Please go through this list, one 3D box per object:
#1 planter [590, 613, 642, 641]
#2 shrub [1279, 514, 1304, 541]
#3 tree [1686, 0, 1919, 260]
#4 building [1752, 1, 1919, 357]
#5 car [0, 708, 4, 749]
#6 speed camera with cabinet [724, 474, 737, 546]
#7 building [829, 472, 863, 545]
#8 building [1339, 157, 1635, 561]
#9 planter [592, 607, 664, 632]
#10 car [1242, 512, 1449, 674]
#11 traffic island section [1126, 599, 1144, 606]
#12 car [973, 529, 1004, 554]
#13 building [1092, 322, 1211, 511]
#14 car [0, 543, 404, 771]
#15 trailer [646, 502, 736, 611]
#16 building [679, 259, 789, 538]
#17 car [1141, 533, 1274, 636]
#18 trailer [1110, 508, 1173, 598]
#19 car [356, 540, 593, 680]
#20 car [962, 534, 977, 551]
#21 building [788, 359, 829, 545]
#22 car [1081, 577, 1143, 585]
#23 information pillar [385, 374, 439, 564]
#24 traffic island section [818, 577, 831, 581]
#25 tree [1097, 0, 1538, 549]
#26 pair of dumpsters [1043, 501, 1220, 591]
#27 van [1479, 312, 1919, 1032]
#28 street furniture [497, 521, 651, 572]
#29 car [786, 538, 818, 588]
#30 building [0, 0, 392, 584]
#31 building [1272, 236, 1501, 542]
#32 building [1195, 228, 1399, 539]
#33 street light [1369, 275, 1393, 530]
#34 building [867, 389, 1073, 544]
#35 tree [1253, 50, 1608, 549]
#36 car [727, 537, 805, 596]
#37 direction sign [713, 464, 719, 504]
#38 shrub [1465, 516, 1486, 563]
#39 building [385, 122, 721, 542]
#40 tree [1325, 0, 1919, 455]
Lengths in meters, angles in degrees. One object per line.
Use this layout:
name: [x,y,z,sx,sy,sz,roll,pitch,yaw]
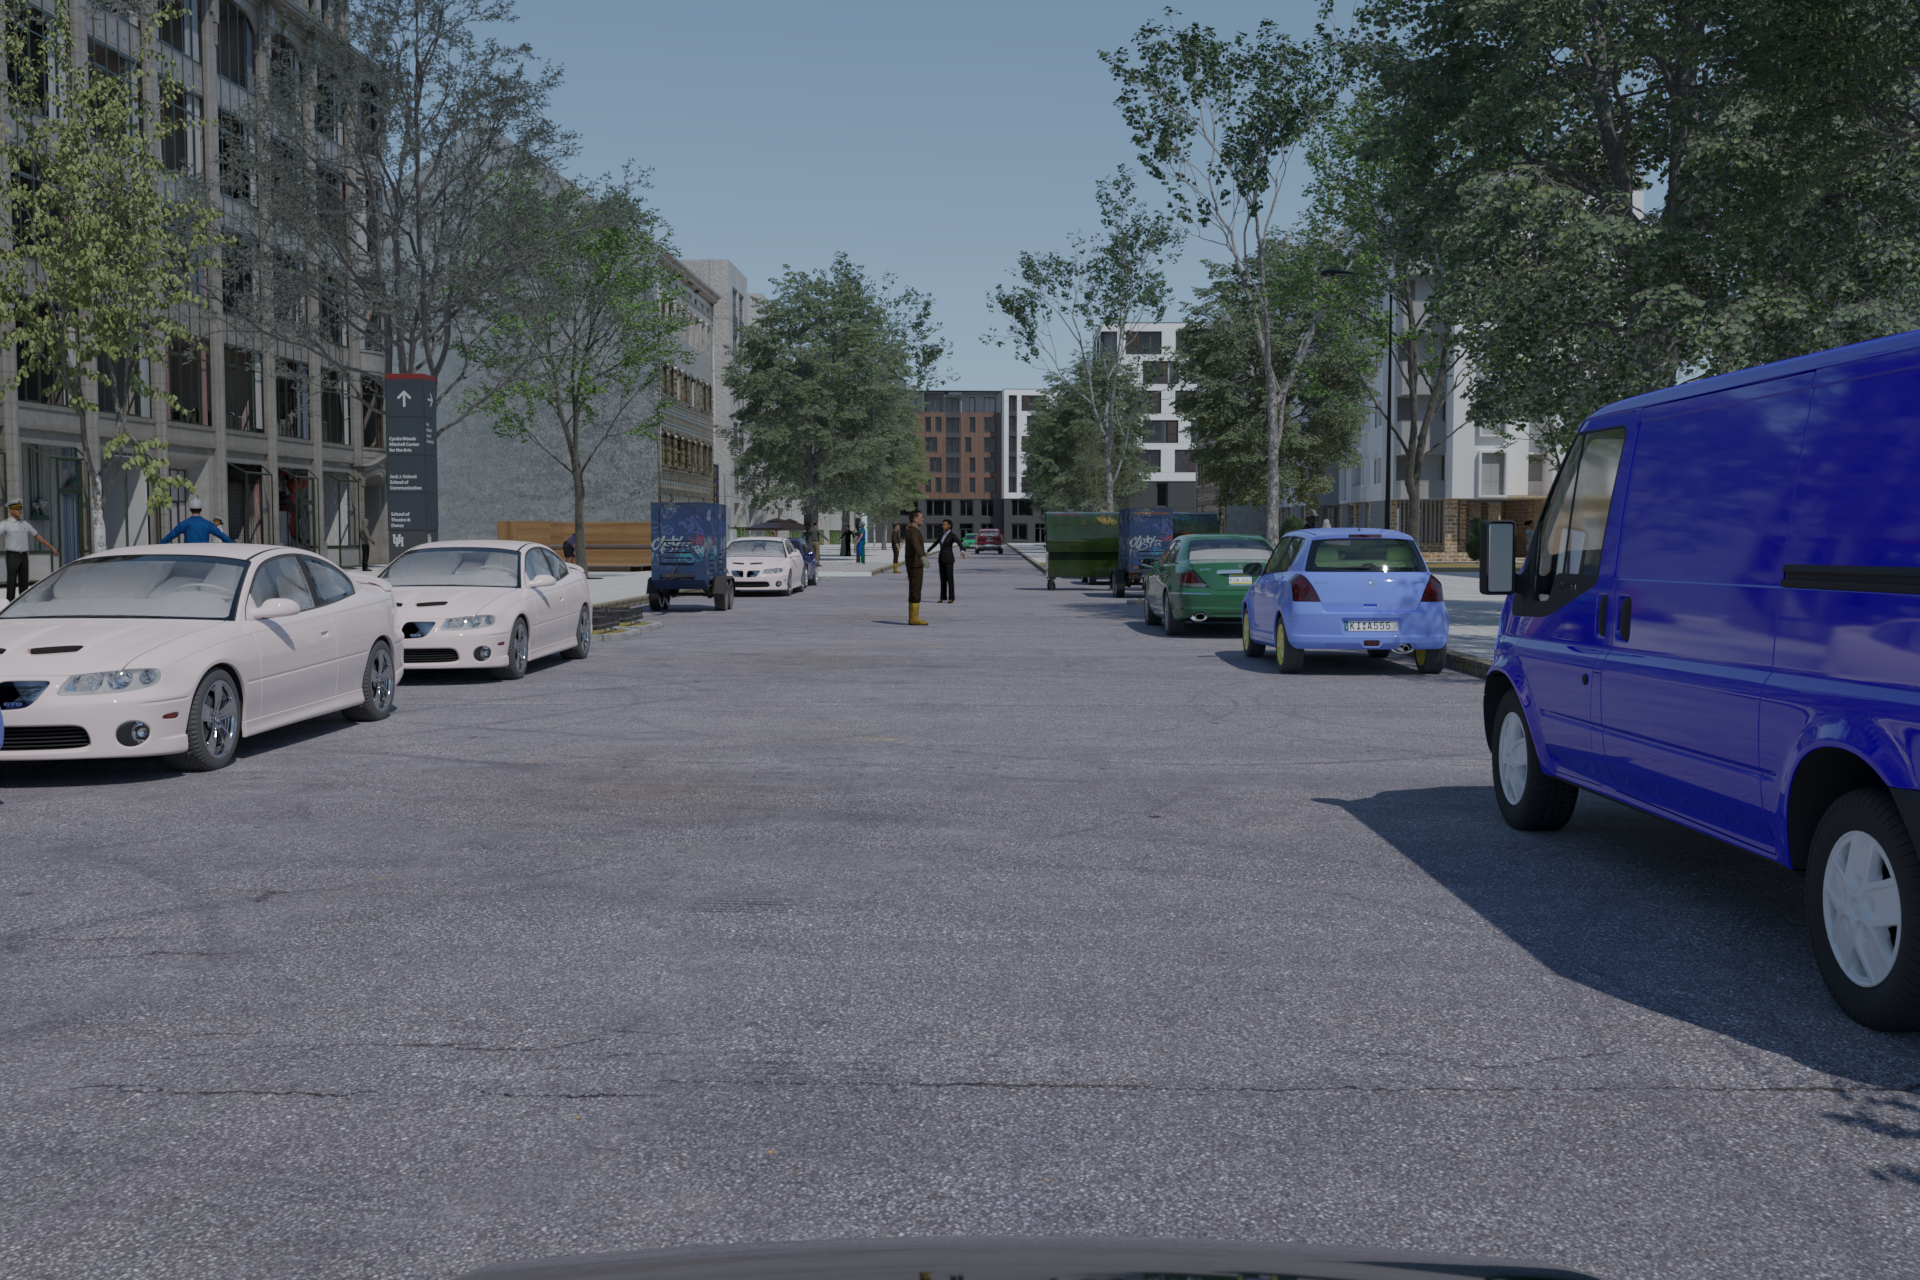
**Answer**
planter: [-5.499,-0.175,23.997,1.991,0.319,1.994,0,4,2]
shrub: [12.283,-3.673,64.089,1.661,2.075,1.752,0,3,0]
tree: [9.540,-4.879,14.188,7.601,10.594,8.767,-2,4,-23]
building: [28.682,-13.121,42.253,11.050,23.595,19.941,0,4,1]
car: [-5.770,0.143,7.260,1.945,1.707,3.694,0,4,1]
speed camera with cabinet: [-7.923,-3.897,58.052,0.660,3.252,2.038,0,4,1]
building: [-22.348,-21.883,224.244,16.747,18.905,31.486,0,4,2]
building: [25.925,-14.500,93.501,16.016,20.090,11.380,0,4,1]
planter: [-5.528,-0.298,26.012,1.991,0.319,1.994,0,4,1]
car: [4.143,-0.581,19.092,1.945,1.707,3.694,0,4,1]
traffic island section: [4.411,-0.759,35.277,1.991,0.108,1.994,0,4,1]
car: [2.105,-7.198,126.358,2.281,1.827,5.304,0,3,0]
building: [27.765,-20.749,183.214,27.936,21.610,32.646,0,4,1]
car: [-5.381,0.023,11.987,2.083,1.381,4.827,0,4,1]
trailer: [-5.062,-1.518,31.863,1.471,1.999,3.904,0,4,1]
building: [-22.896,-15.977,127.674,16.747,18.905,31.486,0,4,1]
car: [3.823,-0.859,25.849,2.131,1.459,4.920,0,4,0]
trailer: [4.215,-2.018,40.041,1.471,1.999,3.904,0,4,0]
car: [-5.231,-0.378,18.549,2.083,1.381,4.827,0,4,1]
car: [1.121,-8.280,144.171,1.959,1.807,4.718,0,4,1]
building: [-24.053,-19.813,190.402,16.747,18.905,31.486,0,4,0]
car: [4.495,-2.515,50.158,2.155,1.783,4.494,0,4,0]
information pillar: [-8.935,-2.380,28.285,0.750,3.857,0.750,0,4,0]
traffic island section: [-4.994,-1.864,53.337,1.991,0.108,1.994,0,4,1]
tree: [11.052,-12.149,54.523,12.611,20.169,13.585,0,3,0]
pair of dumpsters: [4.343,-2.402,44.217,4.436,2.255,1.574,0,4,0]
van: [3.565,-0.137,6.619,2.240,2.365,5.245,0,3,0]
street furniture: [-13.986,-3.444,63.156,11.010,1.723,9.812,1,4,8]
car: [-4.865,-2.097,46.872,1.945,1.354,3.894,0,4,1]
building: [-28.909,-14.299,50.443,14.369,24.946,33.146,0,4,2]
building: [25.277,-15.571,111.011,16.016,20.090,11.380,0,4,2]
building: [27.780,-18.152,127.713,19.493,23.208,18.063,0,4,1]
street light: [8.082,-3.541,30.432,1.470,5.913,1.316,0,4,1]
building: [2.863,-25.004,255.239,32.646,21.610,27.936,0,4,-5]
tree: [9.995,-6.848,37.725,9.928,11.665,9.643,0,3,0]
car: [-4.804,-1.777,41.414,2.083,1.381,4.827,0,4,1]
direction sign: [-7.906,-3.929,56.239,0.379,3.537,0.876,0,4,2]
shrub: [23.329,-4.471,77.149,1.661,2.075,1.752,0,3,0]
building: [-25.130,-16.554,101.591,19.493,23.208,18.063,0,4,1]
tree: [10.036,-7.206,24.480,9.857,13.997,8.962,0,3,0]
